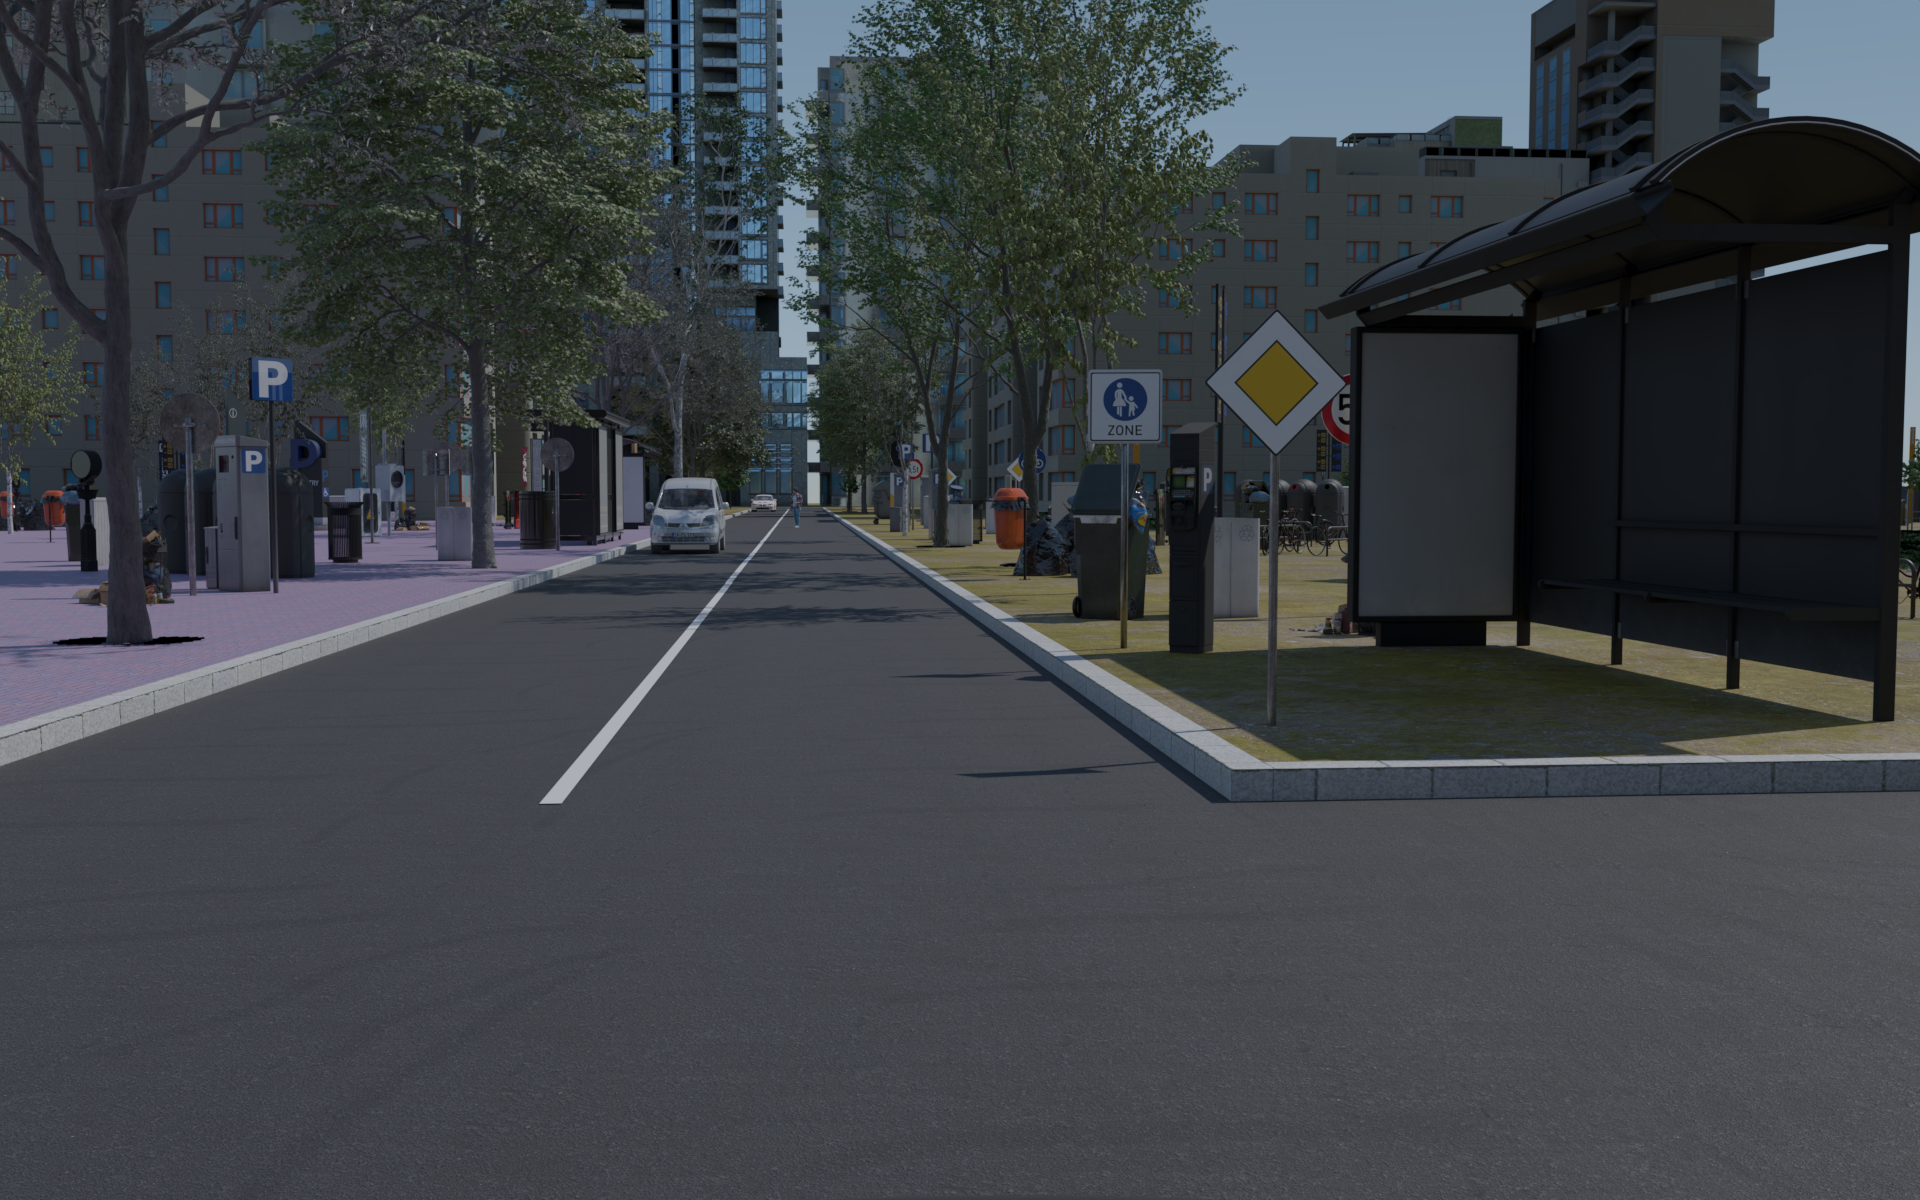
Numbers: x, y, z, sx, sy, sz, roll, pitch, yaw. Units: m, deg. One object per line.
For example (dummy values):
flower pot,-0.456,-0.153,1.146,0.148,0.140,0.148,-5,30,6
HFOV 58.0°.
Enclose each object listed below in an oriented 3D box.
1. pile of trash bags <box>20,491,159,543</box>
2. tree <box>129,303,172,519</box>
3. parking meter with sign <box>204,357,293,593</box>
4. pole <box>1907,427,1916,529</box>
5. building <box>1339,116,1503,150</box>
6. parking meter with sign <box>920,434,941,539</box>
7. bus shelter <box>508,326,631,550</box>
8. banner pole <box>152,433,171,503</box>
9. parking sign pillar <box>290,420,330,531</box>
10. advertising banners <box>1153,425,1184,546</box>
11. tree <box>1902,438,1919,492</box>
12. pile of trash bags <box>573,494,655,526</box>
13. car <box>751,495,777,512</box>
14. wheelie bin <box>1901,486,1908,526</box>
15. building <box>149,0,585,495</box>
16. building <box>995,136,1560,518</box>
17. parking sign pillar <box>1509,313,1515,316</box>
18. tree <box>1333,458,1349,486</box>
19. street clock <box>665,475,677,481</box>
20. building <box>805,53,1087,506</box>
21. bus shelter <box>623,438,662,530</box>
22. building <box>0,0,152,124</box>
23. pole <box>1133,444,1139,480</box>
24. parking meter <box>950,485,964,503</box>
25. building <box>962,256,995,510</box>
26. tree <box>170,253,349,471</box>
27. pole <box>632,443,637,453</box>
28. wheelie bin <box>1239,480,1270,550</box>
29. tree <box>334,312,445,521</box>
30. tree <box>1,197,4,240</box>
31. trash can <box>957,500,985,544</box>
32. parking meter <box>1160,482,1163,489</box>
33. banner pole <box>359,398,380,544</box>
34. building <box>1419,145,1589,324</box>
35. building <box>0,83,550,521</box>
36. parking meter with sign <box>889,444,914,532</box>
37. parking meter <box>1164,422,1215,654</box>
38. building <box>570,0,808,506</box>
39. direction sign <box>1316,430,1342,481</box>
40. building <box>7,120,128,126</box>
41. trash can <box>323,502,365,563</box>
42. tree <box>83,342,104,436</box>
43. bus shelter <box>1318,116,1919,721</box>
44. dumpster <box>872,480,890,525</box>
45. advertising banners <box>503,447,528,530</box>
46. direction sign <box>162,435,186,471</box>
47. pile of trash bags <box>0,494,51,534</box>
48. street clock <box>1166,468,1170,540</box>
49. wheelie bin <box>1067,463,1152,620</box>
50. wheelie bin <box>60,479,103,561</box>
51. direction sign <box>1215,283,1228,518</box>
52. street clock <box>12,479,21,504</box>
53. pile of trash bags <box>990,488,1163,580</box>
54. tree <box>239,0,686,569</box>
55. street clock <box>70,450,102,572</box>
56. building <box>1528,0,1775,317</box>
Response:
pile of trash bags,-22.590,-2.212,45.922,3.447,1.369,1.912,0,4,-1
tree,-27.975,-6.939,63.819,4.360,8.622,3.978,0,3,0
parking meter with sign,-9.455,-1.626,22.853,1.738,3.016,0.543,3,5,42
pole,28.897,-3.595,52.615,0.158,3.312,0.155,0,3,0
building,49.797,-30.995,190.370,14.086,41.232,14.154,0,4,-5
parking meter with sign,-0.670,-3.238,49.206,0.543,3.016,1.738,-1,4,-10
bus shelter,-9.926,-4.070,44.169,2.179,5.291,8.768,0,4,-5
banner pole,-32.599,-4.933,70.676,0.863,3.779,0.401,-2,4,-32
parking sign pillar,-22.865,-4.429,60.879,1.447,3.967,1.447,1,4,16
advertising banners,5.356,-2.893,43.489,0.090,3.025,2.074,2,4,33
tree,28.555,-3.478,51.461,1.663,3.219,1.824,0,3,0
pile of trash bags,-13.950,-3.655,69.517,3.447,1.369,1.912,-3,4,-36
car,-15.854,-7.813,140.101,2.083,1.381,4.827,0,4,-3
wheelie bin,38.078,-3.808,70.174,0.693,1.594,0.980,-3,4,-39
building,-45.165,-31.446,133.753,30.456,49.044,23.786,0,4,-5
building,17.747,-16.101,108.289,27.650,21.520,28.899,0,4,-5
parking sign pillar,7.760,-2.318,26.365,1.447,3.967,1.447,2,4,29
tree,18.120,-5.172,79.163,1.663,3.219,1.824,0,3,0
street clock,-10.860,-3.706,65.170,0.471,2.002,0.358,3,4,38
building,-1.633,-34.926,190.640,30.456,49.044,23.786,0,4,-5
bus shelter,-12.403,-4.349,65.036,2.014,3.302,5.546,0,4,-5
building,-84.730,-36.462,185.393,27.495,52.752,28.713,0,4,-5
pole,5.471,-3.669,53.837,0.158,3.312,0.155,0,3,0
parking meter,-0.086,-2.417,47.921,0.372,1.533,0.369,0,3,0
building,15.298,-17.859,137.031,27.650,21.520,28.899,0,4,-5
tree,-21.249,-6.322,53.732,4.360,8.622,3.978,0,3,0
pole,-12.780,-4.539,68.054,0.158,3.312,0.155,0,3,0
wheelie bin,6.880,-1.969,40.099,0.693,1.594,0.980,-1,4,-23
tree,-22.850,-7.270,69.235,4.737,8.622,4.395,0,3,0
tree,-23.319,-5.458,39.601,4.737,8.622,4.395,0,3,0
trash can,0.279,-2.013,44.568,0.748,1.137,0.748,0,3,0
parking meter,9.456,-4.574,80.496,0.255,1.863,0.399,2,4,31
banner pole,-15.438,-3.368,45.091,0.401,3.779,0.863,-3,5,-43
building,43.574,-22.977,147.382,14.107,30.474,14.160,0,4,-5
building,-38.918,-15.351,96.033,27.650,21.520,28.899,0,4,-5
parking meter with sign,-2.007,-3.836,58.975,0.543,3.016,1.738,1,4,11
parking meter,1.876,-0.508,14.015,0.255,1.863,0.399,2,4,32
building,-32.182,-53.424,186.146,31.000,86.520,22.319,0,4,-5
direction sign,12.944,-4.209,60.817,0.876,3.537,0.379,0,4,-1
building,-68.312,-22.385,137.699,14.107,30.474,14.160,0,4,-5
trash can,-11.496,-1.267,32.369,0.748,1.137,0.748,0,3,0
tree,-36.800,-7.773,77.450,4.360,8.622,3.978,0,3,0
bus shelter,4.284,-1.109,12.056,2.014,3.302,5.546,0,4,-5
dumpster,-3.039,-4.118,73.093,1.264,1.857,1.865,0,4,-5
advertising banners,-16.265,-4.117,63.499,0.090,3.025,2.074,1,4,11
direction sign,-26.195,-4.035,57.973,0.876,3.537,0.379,-1,4,-21
pile of trash bags,-32.837,-3.097,60.392,1.912,1.369,3.447,-1,4,-16
street clock,5.882,-2.647,47.853,0.358,2.002,0.471,-1,4,-16
wheelie bin,1.550,-0.612,17.914,0.980,1.594,0.693,2,4,31
wheelie bin,-16.797,-1.543,33.141,0.693,1.594,0.980,-1,4,-23
direction sign,2.878,-1.659,19.123,0.379,3.537,0.876,1,4,15
street clock,-39.705,-4.180,72.905,0.358,2.002,0.471,-1,4,-16
pile of trash bags,1.631,-1.060,27.082,1.912,1.369,3.447,3,4,37
tree,-8.335,-6.791,29.165,7.486,12.596,7.792,0,3,0
street clock,-14.440,-1.474,28.667,0.471,2.002,0.358,2,4,23
building,57.807,-30.391,146.995,14.200,45.320,14.600,0,4,-5
